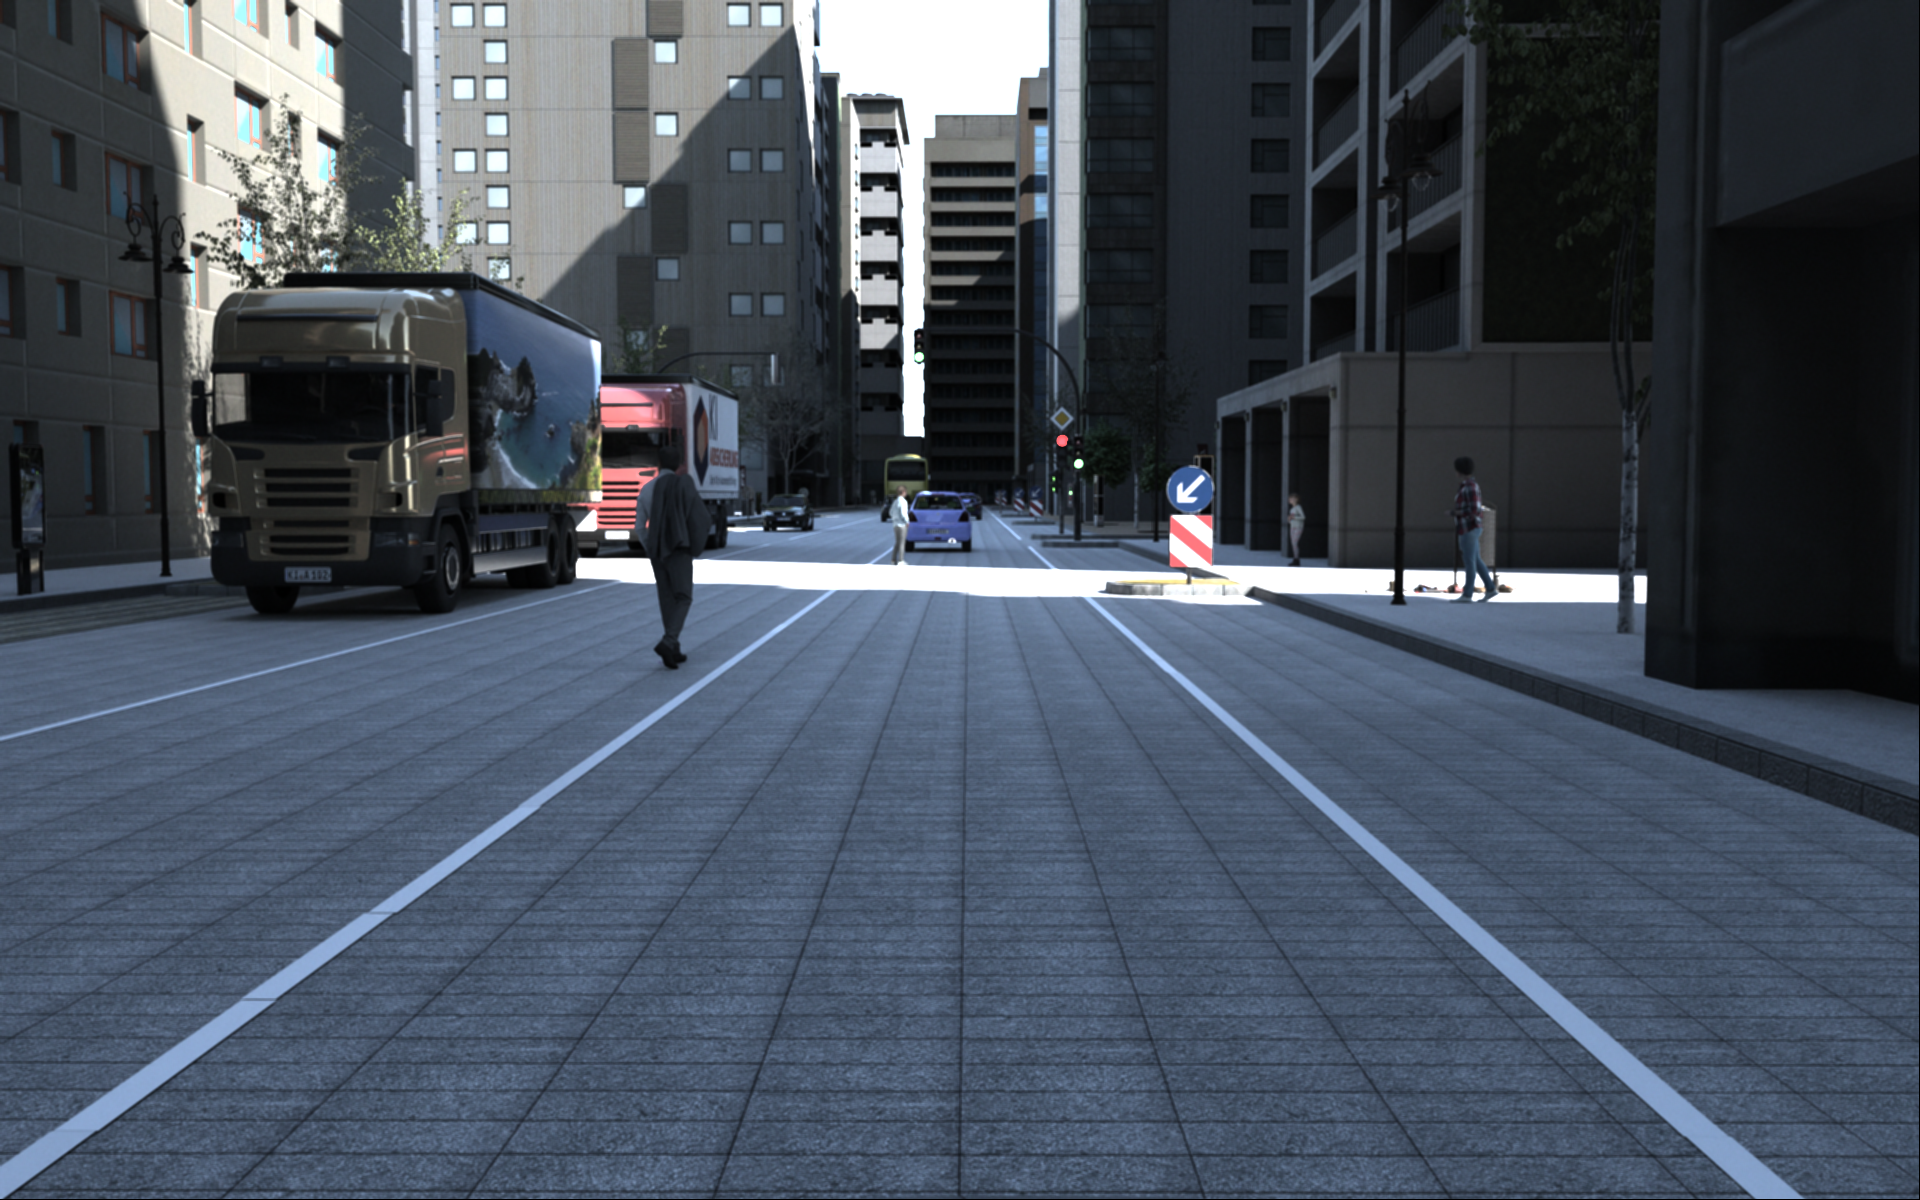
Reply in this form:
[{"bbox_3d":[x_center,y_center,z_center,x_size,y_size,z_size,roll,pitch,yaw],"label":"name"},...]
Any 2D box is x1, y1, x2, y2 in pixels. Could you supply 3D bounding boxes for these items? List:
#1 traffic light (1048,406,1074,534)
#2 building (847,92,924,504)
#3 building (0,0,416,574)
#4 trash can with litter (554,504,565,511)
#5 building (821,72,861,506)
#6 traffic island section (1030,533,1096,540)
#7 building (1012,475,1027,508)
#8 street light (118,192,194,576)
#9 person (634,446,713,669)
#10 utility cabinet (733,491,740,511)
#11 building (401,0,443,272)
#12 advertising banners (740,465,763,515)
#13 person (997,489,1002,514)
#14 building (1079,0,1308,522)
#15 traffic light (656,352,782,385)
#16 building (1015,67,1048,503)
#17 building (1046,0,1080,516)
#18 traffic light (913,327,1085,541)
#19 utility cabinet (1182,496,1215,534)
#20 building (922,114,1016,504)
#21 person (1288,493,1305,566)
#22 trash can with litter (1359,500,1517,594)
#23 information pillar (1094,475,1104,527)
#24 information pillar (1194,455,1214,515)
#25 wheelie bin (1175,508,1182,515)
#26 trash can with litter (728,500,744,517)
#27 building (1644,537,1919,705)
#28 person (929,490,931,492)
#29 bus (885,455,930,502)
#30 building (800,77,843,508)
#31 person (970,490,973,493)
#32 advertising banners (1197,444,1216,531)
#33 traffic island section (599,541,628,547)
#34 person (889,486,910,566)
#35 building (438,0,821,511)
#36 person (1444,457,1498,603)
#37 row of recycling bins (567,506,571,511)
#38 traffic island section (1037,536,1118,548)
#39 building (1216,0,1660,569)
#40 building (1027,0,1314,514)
[{"bbox_3d":[3.244,-4.073,55.520,0.839,4.253,0.868,0,4,0],"label":"traffic light"},{"bbox_3d":[-18.484,-39.067,227.983,27.495,52.752,28.713,0,4,0],"label":"building"},{"bbox_3d":[-29.750,-11.596,34.632,28.899,21.520,27.650,0,4,0],"label":"building"},{"bbox_3d":[-16.855,-3.685,71.301,2.233,1.210,1.678,-1,4,-13],"label":"trash can with litter"},{"bbox_3d":[-22.513,-35.039,196.583,21.600,48.544,21.300,0,4,0],"label":"building"},{"bbox_3d":[3.284,-2.040,55.633,2.009,0.180,2.903,0,4,0],"label":"traffic island section"},{"bbox_3d":[21.210,-28.827,163.197,32.217,40.220,23.993,0,4,0],"label":"building"},{"bbox_3d":[-12.402,-3.308,26.875,0.468,5.910,1.993,0,4,0],"label":"street light"},{"bbox_3d":[-2.375,-0.355,14.402,0.679,1.850,0.850,1,4,11],"label":"person"},{"bbox_3d":[-16.807,-7.362,129.050,0.318,1.500,1.173,2,4,24],"label":"utility cabinet"},{"bbox_3d":[-47.552,-39.964,195.404,28.212,58.520,21.231,0,4,0],"label":"building"},{"bbox_3d":[-12.875,-6.756,106.646,0.090,3.025,2.074,2,4,34],"label":"advertising banners"},{"bbox_3d":[2.902,-7.176,126.175,0.374,1.781,0.599,1,4,16],"label":"person"},{"bbox_3d":[12.857,-19.249,86.419,14.160,30.474,14.107,0,4,0],"label":"building"},{"bbox_3d":[-8.125,-4.950,55.596,4.771,5.953,1.251,0,4,0],"label":"traffic light"},{"bbox_3d":[12.971,-32.589,182.944,14.600,45.320,14.200,0,4,0],"label":"building"},{"bbox_3d":[16.356,-35.080,115.559,21.231,58.520,28.212,0,4,0],"label":"building"},{"bbox_3d":[1.111,-4.449,47.404,4.771,5.953,1.251,0,4,0],"label":"traffic light"},{"bbox_3d":[7.677,-2.728,55.761,1.020,1.237,0.306,1,4,13],"label":"utility cabinet"},{"bbox_3d":[6.044,-36.731,224.255,21.600,48.544,21.300,0,4,0],"label":"building"},{"bbox_3d":[5.979,-1.259,30.914,0.394,1.301,0.425,-3,4,-36],"label":"person"},{"bbox_3d":[6.337,-0.713,22.717,2.233,1.210,1.678,0,4,4],"label":"trash can with litter"},{"bbox_3d":[5.422,-3.856,67.532,0.304,2.012,0.304,-1,4,-22],"label":"information pillar"},{"bbox_3d":[4.634,-1.740,32.946,0.304,2.012,0.304,-1,4,-9],"label":"information pillar"},{"bbox_3d":[9.218,-3.852,70.888,0.980,1.594,0.693,3,4,38],"label":"wheelie bin"},{"bbox_3d":[-13.102,-5.396,99.283,1.678,1.210,2.233,-2,4,-32],"label":"trash can with litter"},{"bbox_3d":[15.426,-23.028,0.209,21.300,48.544,21.600,0,4,0],"label":"building"},{"bbox_3d":[-3.547,-12.119,206.280,0.705,1.869,1.348,1,4,16],"label":"person"},{"bbox_3d":[-3.265,-7.083,107.355,2.896,3.916,12.252,0,4,-1],"label":"bus"},{"bbox_3d":[-18.793,-29.438,164.901,14.154,41.232,14.086,0,4,0],"label":"building"},{"bbox_3d":[0.842,-7.945,139.119,0.721,1.735,1.217,1,4,22],"label":"person"},{"bbox_3d":[9.069,-3.956,60.872,2.074,3.025,0.090,-2,4,-35],"label":"advertising banners"},{"bbox_3d":[-10.298,-1.556,47.722,2.009,0.180,2.903,0,4,0],"label":"traffic island section"},{"bbox_3d":[-1.175,-1.482,34.549,0.330,1.601,0.589,-2,4,-24],"label":"person"},{"bbox_3d":[-25.802,-33.920,143.834,28.713,52.752,27.495,0,4,0],"label":"building"},{"bbox_3d":[6.040,-0.829,20.433,0.643,1.720,0.563,1,4,15],"label":"person"},{"bbox_3d":[-26.009,-6.647,115.790,3.534,1.692,1.069,3,5,44],"label":"row of recycling bins"},{"bbox_3d":[3.243,-1.552,47.648,2.009,0.180,2.903,0,4,0],"label":"traffic island section"},{"bbox_3d":[16.762,-36.333,32.294,20.563,71.187,20.611,0,4,0],"label":"building"},{"bbox_3d":[16.072,-42.921,140.017,20.563,71.187,20.611,0,4,0],"label":"building"}]
